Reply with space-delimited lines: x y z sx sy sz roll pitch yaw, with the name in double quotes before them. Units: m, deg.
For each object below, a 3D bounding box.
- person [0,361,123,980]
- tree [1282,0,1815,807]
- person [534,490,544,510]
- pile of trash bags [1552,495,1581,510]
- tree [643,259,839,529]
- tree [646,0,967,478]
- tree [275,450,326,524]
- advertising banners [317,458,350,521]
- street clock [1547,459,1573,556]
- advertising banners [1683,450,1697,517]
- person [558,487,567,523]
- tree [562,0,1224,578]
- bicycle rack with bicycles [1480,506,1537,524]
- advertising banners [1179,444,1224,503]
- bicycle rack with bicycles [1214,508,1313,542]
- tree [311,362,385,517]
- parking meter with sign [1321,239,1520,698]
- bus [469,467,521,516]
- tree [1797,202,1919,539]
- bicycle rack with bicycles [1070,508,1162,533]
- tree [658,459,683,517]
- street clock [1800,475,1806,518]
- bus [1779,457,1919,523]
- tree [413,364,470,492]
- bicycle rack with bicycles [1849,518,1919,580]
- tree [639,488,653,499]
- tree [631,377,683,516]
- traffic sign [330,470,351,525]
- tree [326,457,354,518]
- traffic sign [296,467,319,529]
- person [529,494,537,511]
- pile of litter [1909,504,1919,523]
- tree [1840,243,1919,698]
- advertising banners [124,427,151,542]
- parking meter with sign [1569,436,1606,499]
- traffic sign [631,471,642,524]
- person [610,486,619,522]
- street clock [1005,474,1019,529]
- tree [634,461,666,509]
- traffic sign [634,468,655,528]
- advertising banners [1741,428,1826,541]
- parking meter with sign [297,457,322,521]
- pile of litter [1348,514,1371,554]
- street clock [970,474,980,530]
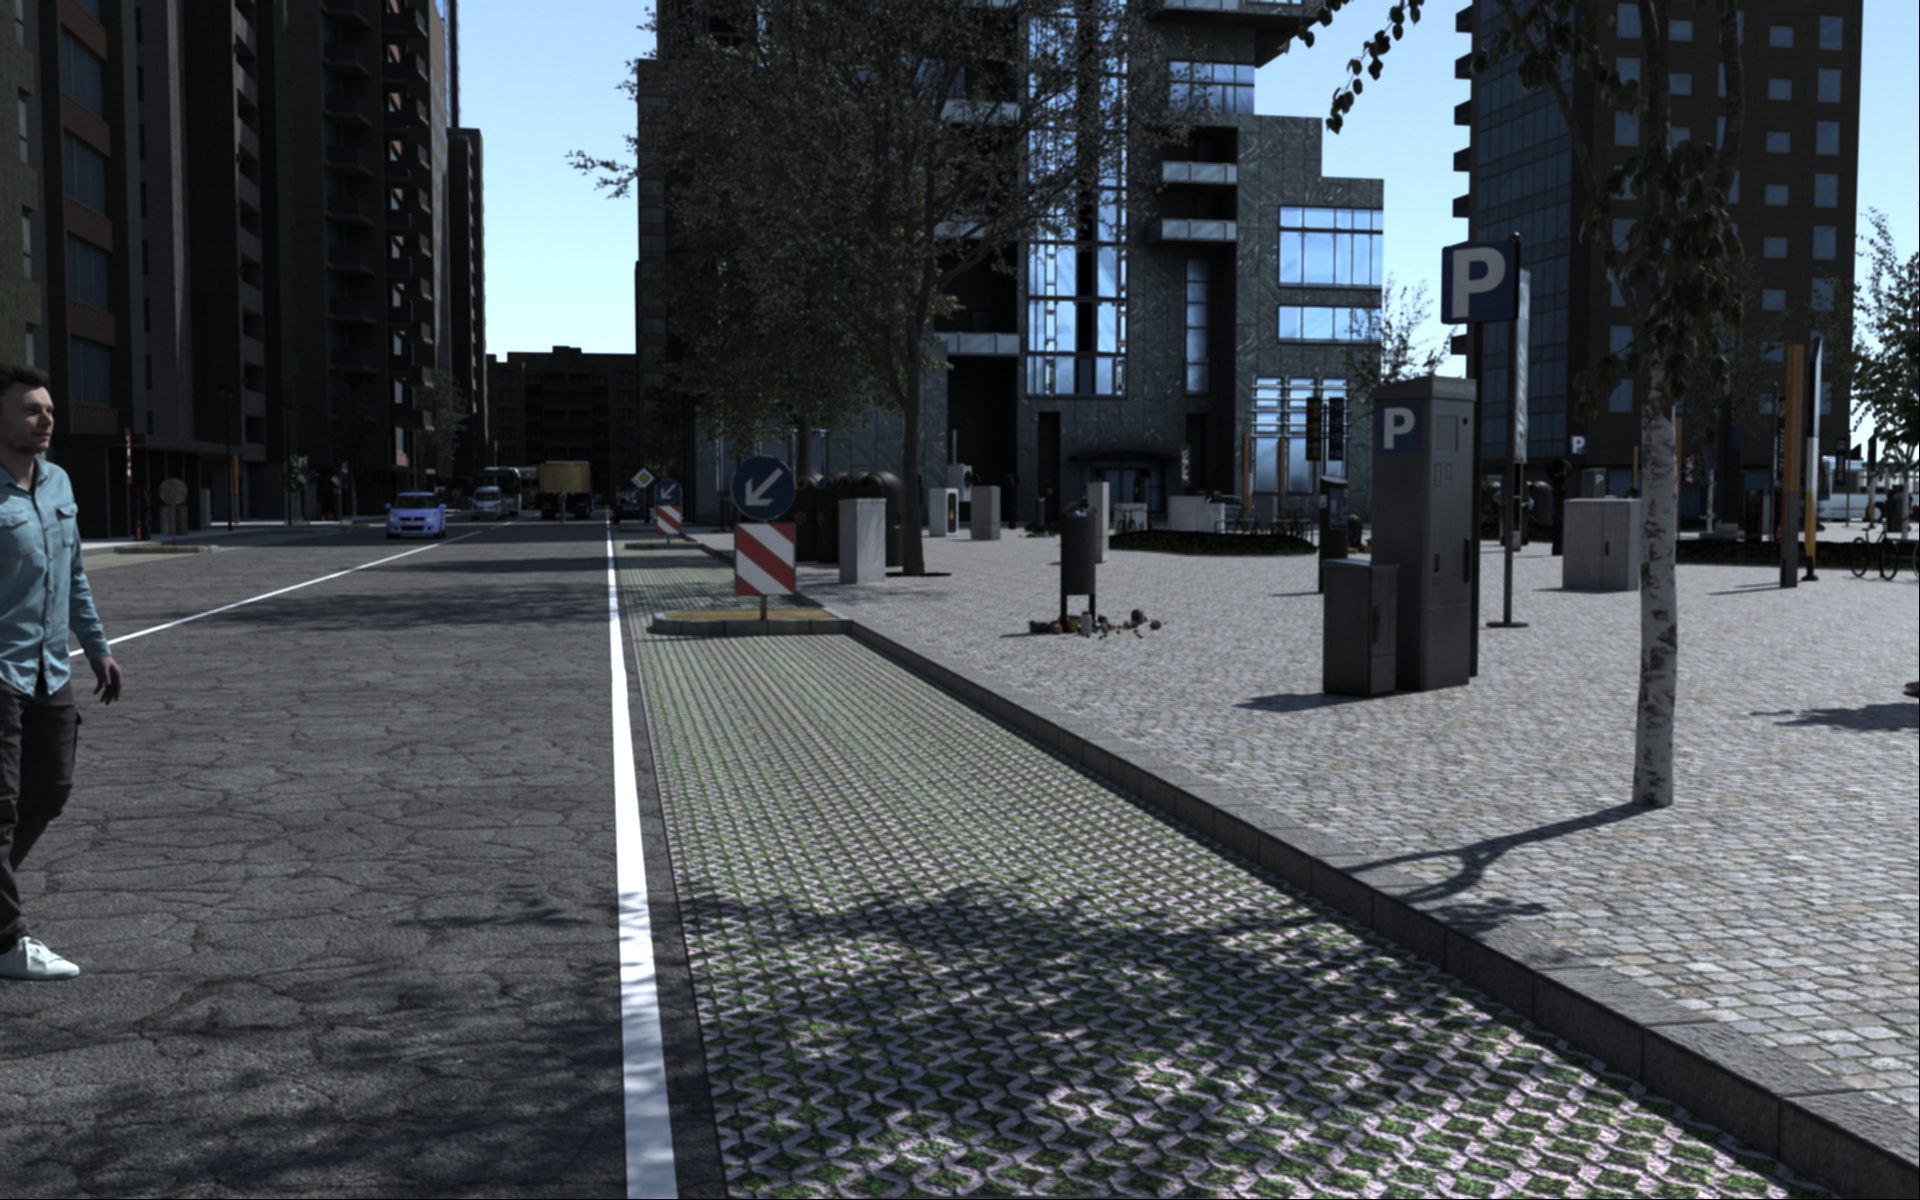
"person" -2.909 0.200 5.247 0.620 1.820 0.660 1 4 9
"tree" 2.632 -3.458 6.906 4.360 8.622 3.978 0 3 0
"person" -37.676 -8.975 155.379 1.348 1.807 0.705 0 4 -1
"pile of trash bags" 24.544 -3.785 71.633 3.447 1.369 1.912 3 4 38
"tree" -7.540 -7.703 60.361 7.601 10.594 8.767 0 4 -6
"tree" -3.186 -7.392 38.981 7.486 12.596 7.792 0 3 0
"tree" -29.009 -4.934 75.267 1.663 3.219 1.824 0 3 0
"advertising banners" -30.451 -5.344 83.568 2.074 3.025 0.090 0 4 -7
"street clock" 12.506 -1.932 36.165 0.471 2.002 0.358 3 5 44
"advertising banners" 30.002 -4.470 69.273 2.074 3.025 0.090 1 4 22
"person" -19.794 -4.720 85.949 0.520 1.790 0.573 1 4 15
"tree" -0.860 -7.124 26.846 12.009 13.543 11.850 0 3 0
"bicycle rack with bicycles" 16.235 -2.511 54.437 2.852 0.926 2.925 -3 5 -39
"advertising banners" 8.433 -3.936 60.546 2.074 3.025 0.090 -2 4 -33
"bicycle rack with bicycles" 8.042 -1.915 44.687 2.925 0.926 2.852 -3 5 -42
"tree" -33.842 -8.936 96.462 4.360 8.622 3.978 0 3 0
"parking meter with sign" 3.050 -0.933 11.512 0.543 3.016 1.738 3 5 43
"bus" -30.634 -7.332 114.740 2.948 3.499 13.247 -1 4 -12
"tree" 23.181 -5.651 42.756 4.737 8.622 4.395 0 3 0
"bicycle rack with bicycles" 3.817 -1.846 43.570 2.852 0.926 2.925 1 4 9
"tree" -15.603 -6.172 95.513 1.663 3.219 1.824 0 3 0
"street clock" 31.429 -3.655 64.334 0.471 2.002 0.358 -2 4 -33
"bus" 44.704 -5.300 81.516 13.247 3.499 2.948 -1 4 -12
"tree" -41.297 -12.667 132.865 9.928 11.665 9.643 0 3 0
"bicycle rack with bicycles" 14.687 -0.733 25.361 2.852 0.926 2.925 1 4 11
"tree" -28.037 -9.874 156.046 1.663 3.219 1.824 0 3 0
"tree" -16.321 -9.311 102.597 4.737 8.622 4.395 0 3 0
"traffic sign" -25.531 -4.146 71.426 0.795 2.450 0.064 -1 4 -12
"tree" -32.908 -5.933 91.609 1.663 3.219 1.824 0 3 0
"traffic sign" -23.932 -3.667 63.602 0.795 2.450 0.064 -1 4 -12
"person" -36.384 -8.304 147.497 0.421 1.427 0.697 3 5 42
"pile of litter" 42.883 -3.869 77.224 1.719 0.858 1.176 1 4 9
"tree" 6.424 -0.995 10.869 1.663 3.219 1.824 0 3 0
"advertising banners" -22.070 -3.075 46.460 0.090 3.025 2.074 -1 4 -10
"parking meter with sign" 18.610 -3.345 50.959 0.543 3.016 1.738 -1 4 -12
"traffic sign" -13.627 -4.293 73.829 0.795 2.450 0.064 -1 4 -12
"person" -17.249 -4.792 86.759 0.656 1.842 0.836 2 4 29
"street clock" 1.899 -3.571 62.963 0.471 2.002 0.358 -3 4 -38
"tree" -27.002 -10.349 152.913 4.285 4.588 4.351 0 3 0
"traffic sign" -12.029 -3.814 66.005 0.795 2.450 0.064 -1 4 -12
"advertising banners" 22.270 -3.100 46.866 2.074 3.025 0.090 3 5 41
"parking meter with sign" -30.850 -5.259 82.251 0.543 3.016 1.738 0 4 1
"pile of litter" 8.786 -1.455 37.755 1.719 0.858 1.176 -1 4 -21
"street clock" 0.460 -3.472 61.339 0.471 2.002 0.358 1 4 14
